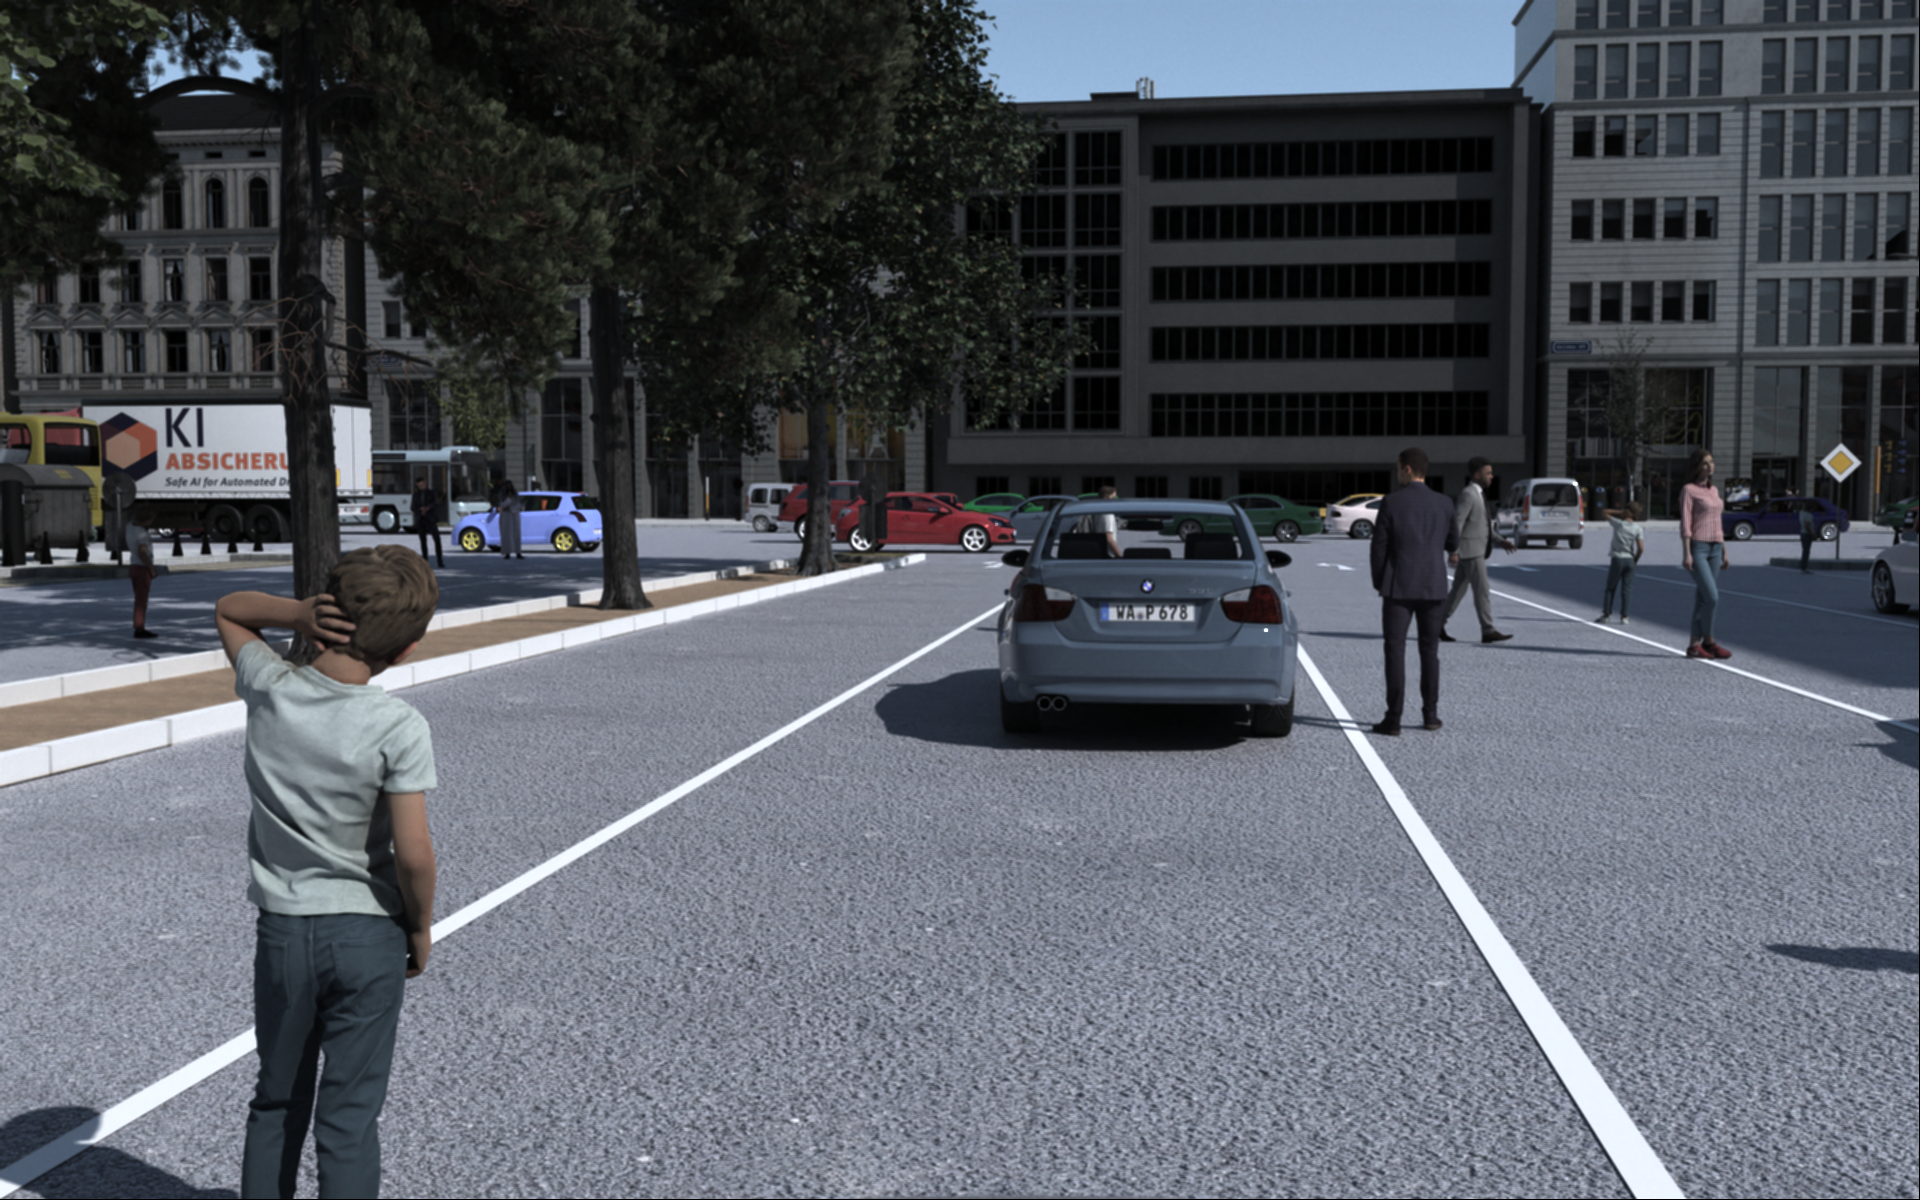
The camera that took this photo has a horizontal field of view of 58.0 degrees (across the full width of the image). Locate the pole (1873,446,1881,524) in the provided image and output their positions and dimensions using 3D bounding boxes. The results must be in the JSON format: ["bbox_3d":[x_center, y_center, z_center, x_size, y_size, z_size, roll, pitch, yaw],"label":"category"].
[{"bbox_3d":[39.067,-4.891,73.809,0.158,3.312,0.155,0,3,0],"label":"pole"}]

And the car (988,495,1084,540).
[{"bbox_3d":[2.215,-2.254,48.854,4.499,1.417,2.014,0,4,6],"label":"car"}]

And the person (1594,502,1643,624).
[{"bbox_3d":[7.292,-0.413,19.159,0.435,1.345,0.340,0,4,3],"label":"person"}]

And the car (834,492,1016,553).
[{"bbox_3d":[-0.848,-2.063,42.774,4.494,1.783,2.155,0,4,6],"label":"car"}]

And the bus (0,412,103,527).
[{"bbox_3d":[-30.160,-3.462,48.148,12.252,3.916,2.896,1,4,9],"label":"bus"}]

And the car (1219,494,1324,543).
[{"bbox_3d":[8.331,-2.435,51.603,4.920,1.459,2.131,1,4,9],"label":"car"}]

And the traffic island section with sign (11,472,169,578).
[{"bbox_3d":[-15.060,-1.326,30.305,1.989,1.847,2.006,0,4,8],"label":"traffic island section with sign"}]

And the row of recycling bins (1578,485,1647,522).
[{"bbox_3d":[30.418,-4.545,81.429,3.534,1.692,1.069,0,4,4],"label":"row of recycling bins"}]

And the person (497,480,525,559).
[{"bbox_3d":[-9.930,-1.775,38.186,0.551,1.740,0.621,-3,5,-42],"label":"person"}]

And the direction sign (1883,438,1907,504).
[{"bbox_3d":[37.723,-4.768,69.951,0.876,3.537,0.379,0,4,4],"label":"direction sign"}]

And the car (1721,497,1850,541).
[{"bbox_3d":[25.091,-2.490,53.287,3.894,1.354,1.945,0,4,8],"label":"car"}]

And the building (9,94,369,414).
[{"bbox_3d":[-41.247,-16.403,97.060,19.941,23.489,11.050,0,4,8],"label":"building"}]

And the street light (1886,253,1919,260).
[{"bbox_3d":[18.578,-3.730,33.526,1.470,5.913,1.316,0,4,8],"label":"street light"}]

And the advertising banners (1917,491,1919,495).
[{"bbox_3d":[38.158,-4.414,68.348,2.074,3.025,0.090,-3,5,-45],"label":"advertising banners"}]

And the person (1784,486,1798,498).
[{"bbox_3d":[29.845,-3.242,62.304,0.445,1.727,0.742,3,5,44],"label":"person"}]

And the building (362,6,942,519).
[{"bbox_3d":[-15.805,-19.347,93.823,29.804,29.767,11.434,0,4,8],"label":"building"}]

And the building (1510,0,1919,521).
[{"bbox_3d":[43.505,-18.852,85.728,29.804,29.767,11.434,0,4,8],"label":"building"}]

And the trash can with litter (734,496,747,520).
[{"bbox_3d":[-10.697,-4.559,85.600,1.678,1.210,2.233,1,4,22],"label":"trash can with litter"}]

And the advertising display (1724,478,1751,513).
[{"bbox_3d":[31.486,-3.971,70.140,0.974,1.923,0.123,1,4,14],"label":"advertising display"}]

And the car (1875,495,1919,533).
[{"bbox_3d":[36.231,-3.153,63.349,4.920,1.459,2.131,1,4,9],"label":"car"}]

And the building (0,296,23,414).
[{"bbox_3d":[-60.644,-14.408,100.198,19.286,19.102,10.561,0,4,8],"label":"building"}]

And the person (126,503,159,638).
[{"bbox_3d":[-8.176,-0.302,17.345,0.435,1.345,0.340,2,4,31],"label":"person"}]

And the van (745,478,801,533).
[{"bbox_3d":[-5.925,-3.527,64.686,4.112,2.044,2.013,1,4,9],"label":"van"}]

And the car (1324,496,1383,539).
[{"bbox_3d":[14.127,-2.635,55.448,4.827,1.381,2.083,0,4,6],"label":"car"}]

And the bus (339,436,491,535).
[{"bbox_3d":[-22.927,-4.148,62.682,13.247,3.499,2.948,0,4,8],"label":"bus"}]

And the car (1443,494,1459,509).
[{"bbox_3d":[17.811,-3.482,66.710,4.222,1.686,2.009,0,4,7],"label":"car"}]

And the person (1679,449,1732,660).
[{"bbox_3d":[6.438,-0.398,15.015,0.555,1.821,0.388,-3,5,-40],"label":"person"}]

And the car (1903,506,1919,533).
[{"bbox_3d":[27.473,-2.226,45.070,5.304,1.827,2.281,0,4,8],"label":"car"}]

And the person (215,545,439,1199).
[{"bbox_3d":[-1.108,0.575,3.008,0.435,1.345,0.340,0,4,-7],"label":"person"}]

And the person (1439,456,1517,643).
[{"bbox_3d":[4.935,-0.486,16.724,0.850,1.792,0.678,2,4,26],"label":"person"}]

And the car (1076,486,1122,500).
[{"bbox_3d":[5.167,-3.737,69.900,4.718,1.807,1.959,0,4,7],"label":"car"}]

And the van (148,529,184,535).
[{"bbox_3d":[-26.707,-3.282,60.667,4.112,2.044,2.013,1,4,10],"label":"van"}]

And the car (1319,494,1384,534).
[{"bbox_3d":[14.138,-3.171,62.075,3.980,1.641,2.015,0,4,8],"label":"car"}]

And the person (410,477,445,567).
[{"bbox_3d":[-10.399,-1.519,33.786,0.683,1.767,0.568,0,4,-3],"label":"person"}]

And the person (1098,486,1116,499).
[{"bbox_3d":[1.424,-0.389,17.462,0.503,1.515,0.523,3,4,37],"label":"person"}]

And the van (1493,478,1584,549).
[{"bbox_3d":[15.528,-2.421,46.595,2.013,2.044,4.112,0,4,6],"label":"van"}]

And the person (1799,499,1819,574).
[{"bbox_3d":[15.295,-1.151,31.227,0.340,1.345,0.435,0,4,-5],"label":"person"}]

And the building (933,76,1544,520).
[{"bbox_3d":[14.108,-16.683,91.834,30.058,24.678,14.314,0,4,8],"label":"building"}]

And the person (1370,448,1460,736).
[{"bbox_3d":[2.742,-0.063,10.455,0.541,1.710,0.530,0,4,6],"label":"person"}]

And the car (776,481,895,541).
[{"bbox_3d":[-2.767,-2.601,51.201,5.304,1.827,2.281,1,4,8],"label":"car"}]

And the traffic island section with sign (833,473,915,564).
[{"bbox_3d":[-1.960,-1.745,36.667,2.006,1.907,1.989,0,4,8],"label":"traffic island section with sign"}]

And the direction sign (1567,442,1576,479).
[{"bbox_3d":[26.603,-5.100,75.388,0.379,3.537,0.876,0,4,-1],"label":"direction sign"}]

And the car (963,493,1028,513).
[{"bbox_3d":[2.056,-3.535,66.599,4.718,1.807,1.959,1,4,9],"label":"car"}]
